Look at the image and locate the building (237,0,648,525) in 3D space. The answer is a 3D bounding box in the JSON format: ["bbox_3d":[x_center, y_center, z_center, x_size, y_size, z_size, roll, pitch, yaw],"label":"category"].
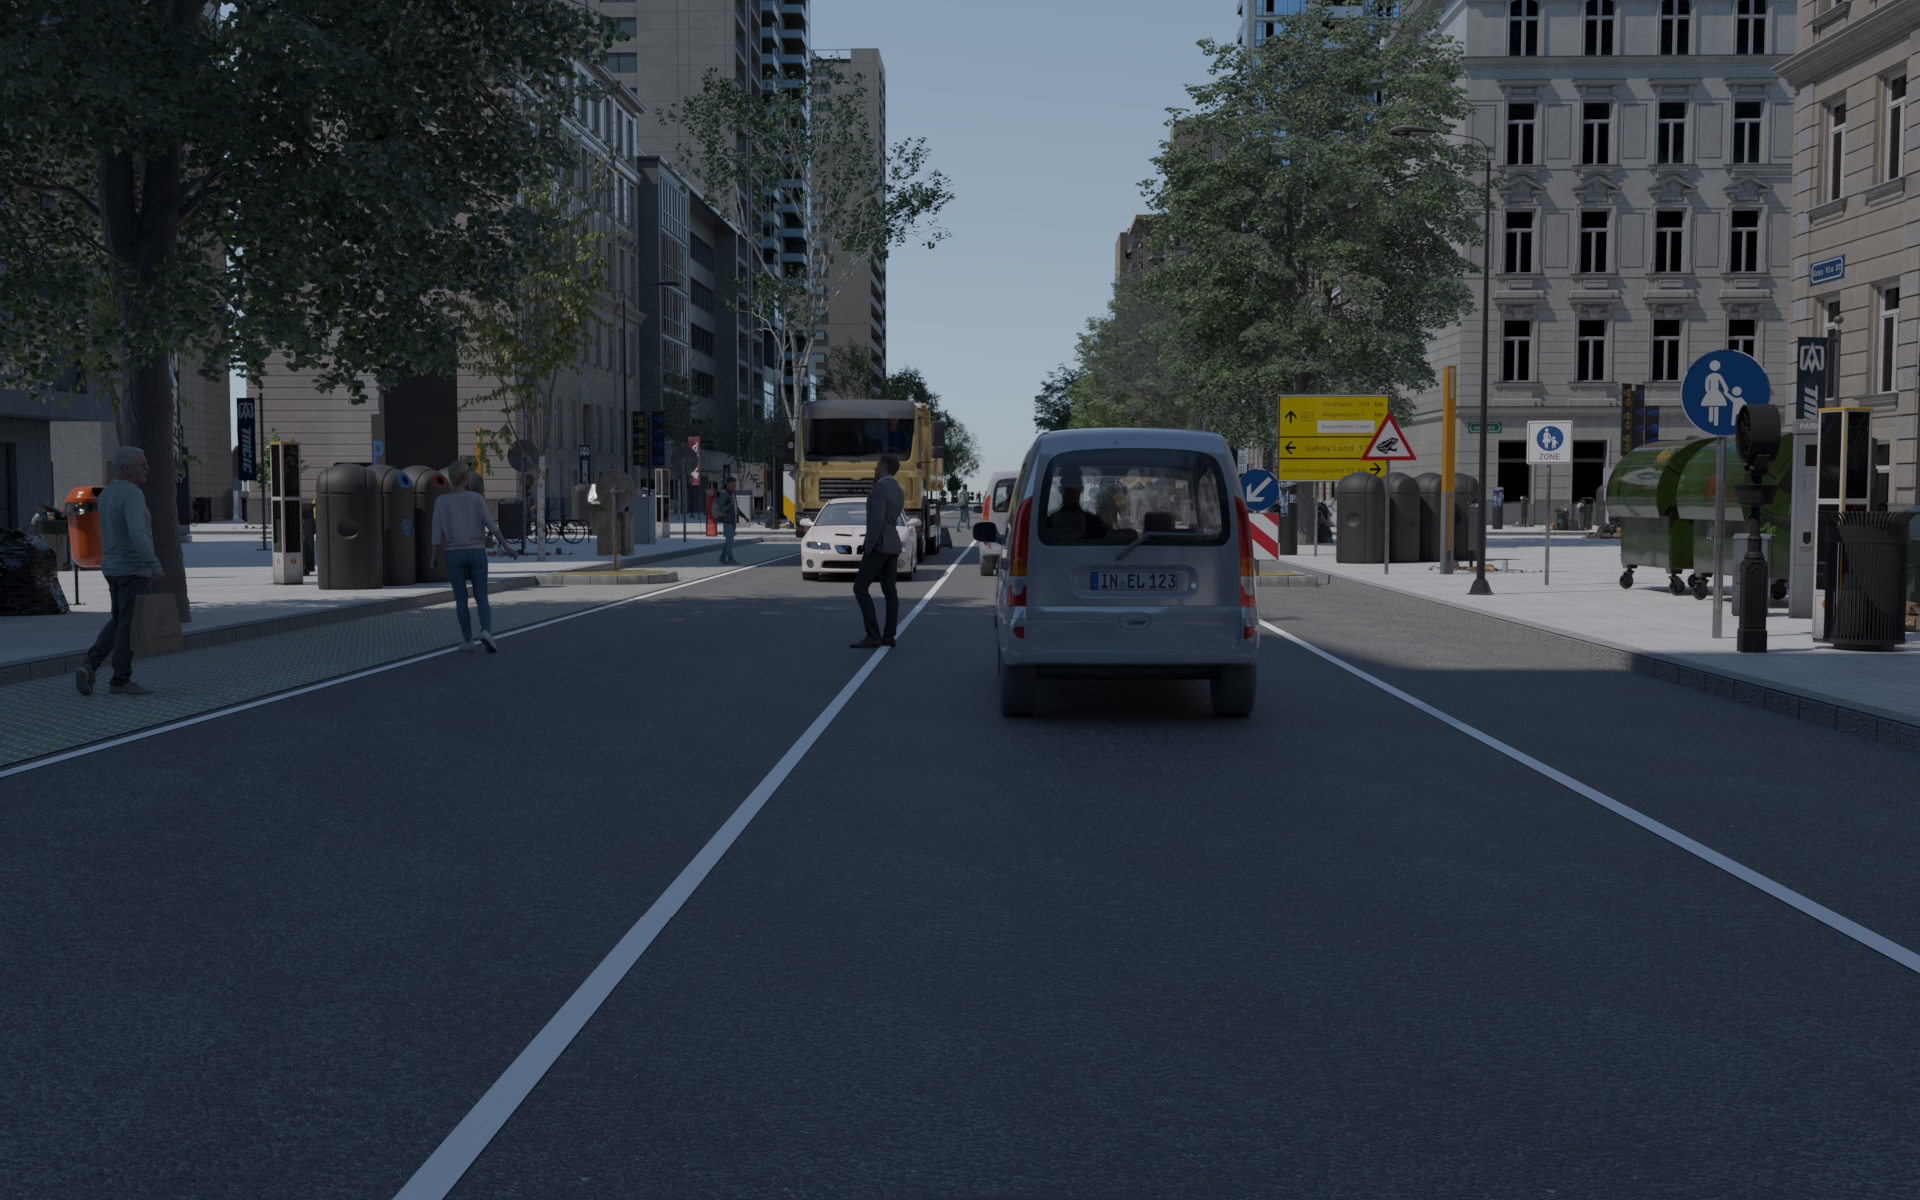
[{"bbox_3d":[-23.723,-17.523,83.757,12.463,27.353,25.104,0,4,2],"label":"building"}]

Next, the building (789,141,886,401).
[{"bbox_3d":[-22.223,-37.760,241.077,21.300,48.544,21.600,0,4,2],"label":"building"}]

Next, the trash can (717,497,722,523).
[{"bbox_3d":[-10.405,-3.946,76.166,0.748,1.137,0.748,0,3,0],"label":"trash can"}]

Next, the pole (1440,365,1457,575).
[{"bbox_3d":[7.780,-2.064,27.591,0.158,3.312,0.155,0,3,0],"label":"pole"}]

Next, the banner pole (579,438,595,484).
[{"bbox_3d":[-16.549,-5.333,77.209,0.863,3.779,0.401,-1,4,-12],"label":"banner pole"}]

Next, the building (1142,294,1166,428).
[{"bbox_3d":[31.810,-28.804,242.638,14.160,30.474,14.107,0,4,2],"label":"building"}]

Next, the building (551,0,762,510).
[{"bbox_3d":[-25.274,-43.256,145.493,20.563,71.187,20.611,0,4,2],"label":"building"}]

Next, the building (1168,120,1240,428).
[{"bbox_3d":[30.077,-31.124,192.473,14.154,41.232,14.086,0,4,2],"label":"building"}]

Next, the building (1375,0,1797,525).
[{"bbox_3d":[42.060,-18.400,77.259,44.131,29.872,17.030,0,4,2],"label":"building"}]

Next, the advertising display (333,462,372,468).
[{"bbox_3d":[-12.211,-1.832,35.162,0.974,1.923,0.123,0,4,1],"label":"advertising display"}]

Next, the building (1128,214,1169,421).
[{"bbox_3d":[36.977,-37.306,264.580,22.147,44.769,28.867,0,4,2],"label":"building"}]

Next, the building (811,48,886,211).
[{"bbox_3d":[-20.412,-51.702,283.572,20.563,71.187,20.611,0,4,2],"label":"building"}]

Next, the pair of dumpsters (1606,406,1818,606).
[{"bbox_3d":[9.469,-1.151,21.311,1.574,2.255,4.437,0,4,2],"label":"pair of dumpsters"}]

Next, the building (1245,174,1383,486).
[{"bbox_3d":[26.571,-18.077,124.445,11.050,23.489,19.941,0,4,2],"label":"building"}]

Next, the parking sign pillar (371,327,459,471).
[{"bbox_3d":[-8.677,-2.393,27.600,1.447,3.967,1.447,3,5,42],"label":"parking sign pillar"}]

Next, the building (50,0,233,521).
[{"bbox_3d":[-45.474,-15.892,77.855,19.932,24.808,12.078,0,4,2],"label":"building"}]

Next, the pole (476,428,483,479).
[{"bbox_3d":[-14.775,-3.637,53.311,0.158,3.312,0.155,0,3,0],"label":"pole"}]

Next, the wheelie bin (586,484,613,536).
[{"bbox_3d":[-11.051,-2.779,53.341,0.980,1.594,0.693,1,4,14],"label":"wheelie bin"}]

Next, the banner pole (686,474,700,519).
[{"bbox_3d":[-13.489,-5.985,87.865,0.863,3.779,0.401,0,4,-6],"label":"banner pole"}]

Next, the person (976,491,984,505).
[{"bbox_3d":[2.319,-11.906,203.180,1.348,1.822,0.705,-3,5,-43],"label":"person"}]

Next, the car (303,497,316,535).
[{"bbox_3d":[-19.736,-2.885,57.397,3.980,1.641,2.015,0,4,3],"label":"car"}]

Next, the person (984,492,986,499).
[{"bbox_3d":[2.895,-11.662,199.850,0.721,1.739,1.217,-2,4,-24],"label":"person"}]

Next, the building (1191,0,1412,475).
[{"bbox_3d":[33.181,-51.454,153.952,22.319,86.520,31.000,0,4,2],"label":"building"}]

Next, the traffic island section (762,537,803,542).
[{"bbox_3d":[-4.863,-1.865,52.777,2.009,0.180,2.903,0,4,2],"label":"traffic island section"}]

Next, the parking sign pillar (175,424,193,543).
[{"bbox_3d":[-21.153,-3.508,45.834,1.447,3.967,1.447,3,5,43],"label":"parking sign pillar"}]

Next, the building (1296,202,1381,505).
[{"bbox_3d":[25.949,-14.702,105.011,10.561,19.102,19.286,0,4,2],"label":"building"}]

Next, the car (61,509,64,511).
[{"bbox_3d":[-27.824,-2.937,57.056,4.494,1.783,2.155,0,4,3],"label":"car"}]

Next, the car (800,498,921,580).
[{"bbox_3d":[-1.707,-1.095,30.267,2.083,1.381,4.827,0,4,0],"label":"car"}]

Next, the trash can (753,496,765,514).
[{"bbox_3d":[-12.683,-5.964,109.159,0.748,1.137,0.748,0,3,0],"label":"trash can"}]

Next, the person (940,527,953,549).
[{"bbox_3d":[-0.880,-2.253,45.558,0.699,1.804,1.509,-2,4,-35],"label":"person"}]

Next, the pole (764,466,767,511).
[{"bbox_3d":[-14.034,-8.024,125.028,0.158,3.312,0.155,0,3,0],"label":"pole"}]

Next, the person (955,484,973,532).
[{"bbox_3d":[0.147,-3.458,65.031,0.713,1.824,0.794,-1,4,-19],"label":"person"}]

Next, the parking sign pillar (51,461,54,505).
[{"bbox_3d":[-57.576,-7.284,107.570,1.447,3.967,1.447,1,4,23],"label":"parking sign pillar"}]

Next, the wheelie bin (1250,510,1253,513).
[{"bbox_3d":[17.680,-5.996,105.939,0.693,1.594,0.980,0,4,-7],"label":"wheelie bin"}]

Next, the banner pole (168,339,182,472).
[{"bbox_3d":[-10.957,-2.083,24.075,0.401,3.779,0.863,0,4,-6],"label":"banner pole"}]

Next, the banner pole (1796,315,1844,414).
[{"bbox_3d":[12.081,-2.099,24.334,0.863,3.779,0.401,-1,4,-9],"label":"banner pole"}]

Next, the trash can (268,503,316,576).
[{"bbox_3d":[-10.458,-0.951,27.194,0.748,1.137,0.748,0,3,0],"label":"trash can"}]

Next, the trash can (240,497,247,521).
[{"bbox_3d":[-33.421,-4.264,81.376,0.748,1.137,0.748,0,3,0],"label":"trash can"}]

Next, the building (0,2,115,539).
[{"bbox_3d":[-25.683,-16.018,33.599,14.107,30.474,14.160,0,4,2],"label":"building"}]

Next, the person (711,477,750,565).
[{"bbox_3d":[-4.629,-1.588,34.809,0.721,1.781,0.623,0,4,5],"label":"person"}]

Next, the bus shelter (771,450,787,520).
[{"bbox_3d":[-8.351,-5.929,88.215,1.731,3.624,6.357,0,4,2],"label":"bus shelter"}]

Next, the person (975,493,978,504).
[{"bbox_3d":[2.358,-14.624,249.073,0.593,1.643,0.415,1,4,14],"label":"person"}]

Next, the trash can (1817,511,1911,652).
[{"bbox_3d":[7.470,-0.161,14.284,0.748,1.137,0.748,0,3,0],"label":"trash can"}]

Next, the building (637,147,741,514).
[{"bbox_3d":[-23.455,-17.878,111.373,14.314,24.678,30.058,0,4,2],"label":"building"}]

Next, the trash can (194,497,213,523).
[{"bbox_3d":[-33.721,-4.010,77.223,0.748,1.137,0.748,0,3,0],"label":"trash can"}]

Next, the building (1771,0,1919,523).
[{"bbox_3d":[24.446,-14.084,27.540,12.463,27.353,25.104,0,4,2],"label":"building"}]

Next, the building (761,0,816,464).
[{"bbox_3d":[-25.375,-52.529,171.512,22.319,86.520,31.000,0,4,2],"label":"building"}]

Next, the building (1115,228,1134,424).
[{"bbox_3d":[32.861,-38.918,286.415,14.600,45.320,14.200,0,4,2],"label":"building"}]

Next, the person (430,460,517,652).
[{"bbox_3d":[-4.381,-0.400,15.712,0.731,1.740,0.598,-2,4,-31],"label":"person"}]

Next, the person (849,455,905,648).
[{"bbox_3d":[-0.767,-0.462,16.239,0.473,1.802,0.592,3,4,38],"label":"person"}]

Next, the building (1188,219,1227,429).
[{"bbox_3d":[30.319,-24.867,178.275,14.160,30.474,14.107,0,4,2],"label":"building"}]

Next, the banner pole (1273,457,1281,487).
[{"bbox_3d":[18.949,-6.952,103.677,0.863,3.779,0.401,0,4,4],"label":"banner pole"}]

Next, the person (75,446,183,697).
[{"bbox_3d":[-5.821,-0.190,12.098,0.782,1.767,0.515,3,5,40],"label":"person"}]

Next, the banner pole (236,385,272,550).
[{"bbox_3d":[-16.113,-3.027,39.508,0.863,3.779,0.401,1,4,11],"label":"banner pole"}]

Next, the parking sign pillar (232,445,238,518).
[{"bbox_3d":[-40.104,-6.525,95.163,1.447,3.967,1.447,0,4,2],"label":"parking sign pillar"}]
